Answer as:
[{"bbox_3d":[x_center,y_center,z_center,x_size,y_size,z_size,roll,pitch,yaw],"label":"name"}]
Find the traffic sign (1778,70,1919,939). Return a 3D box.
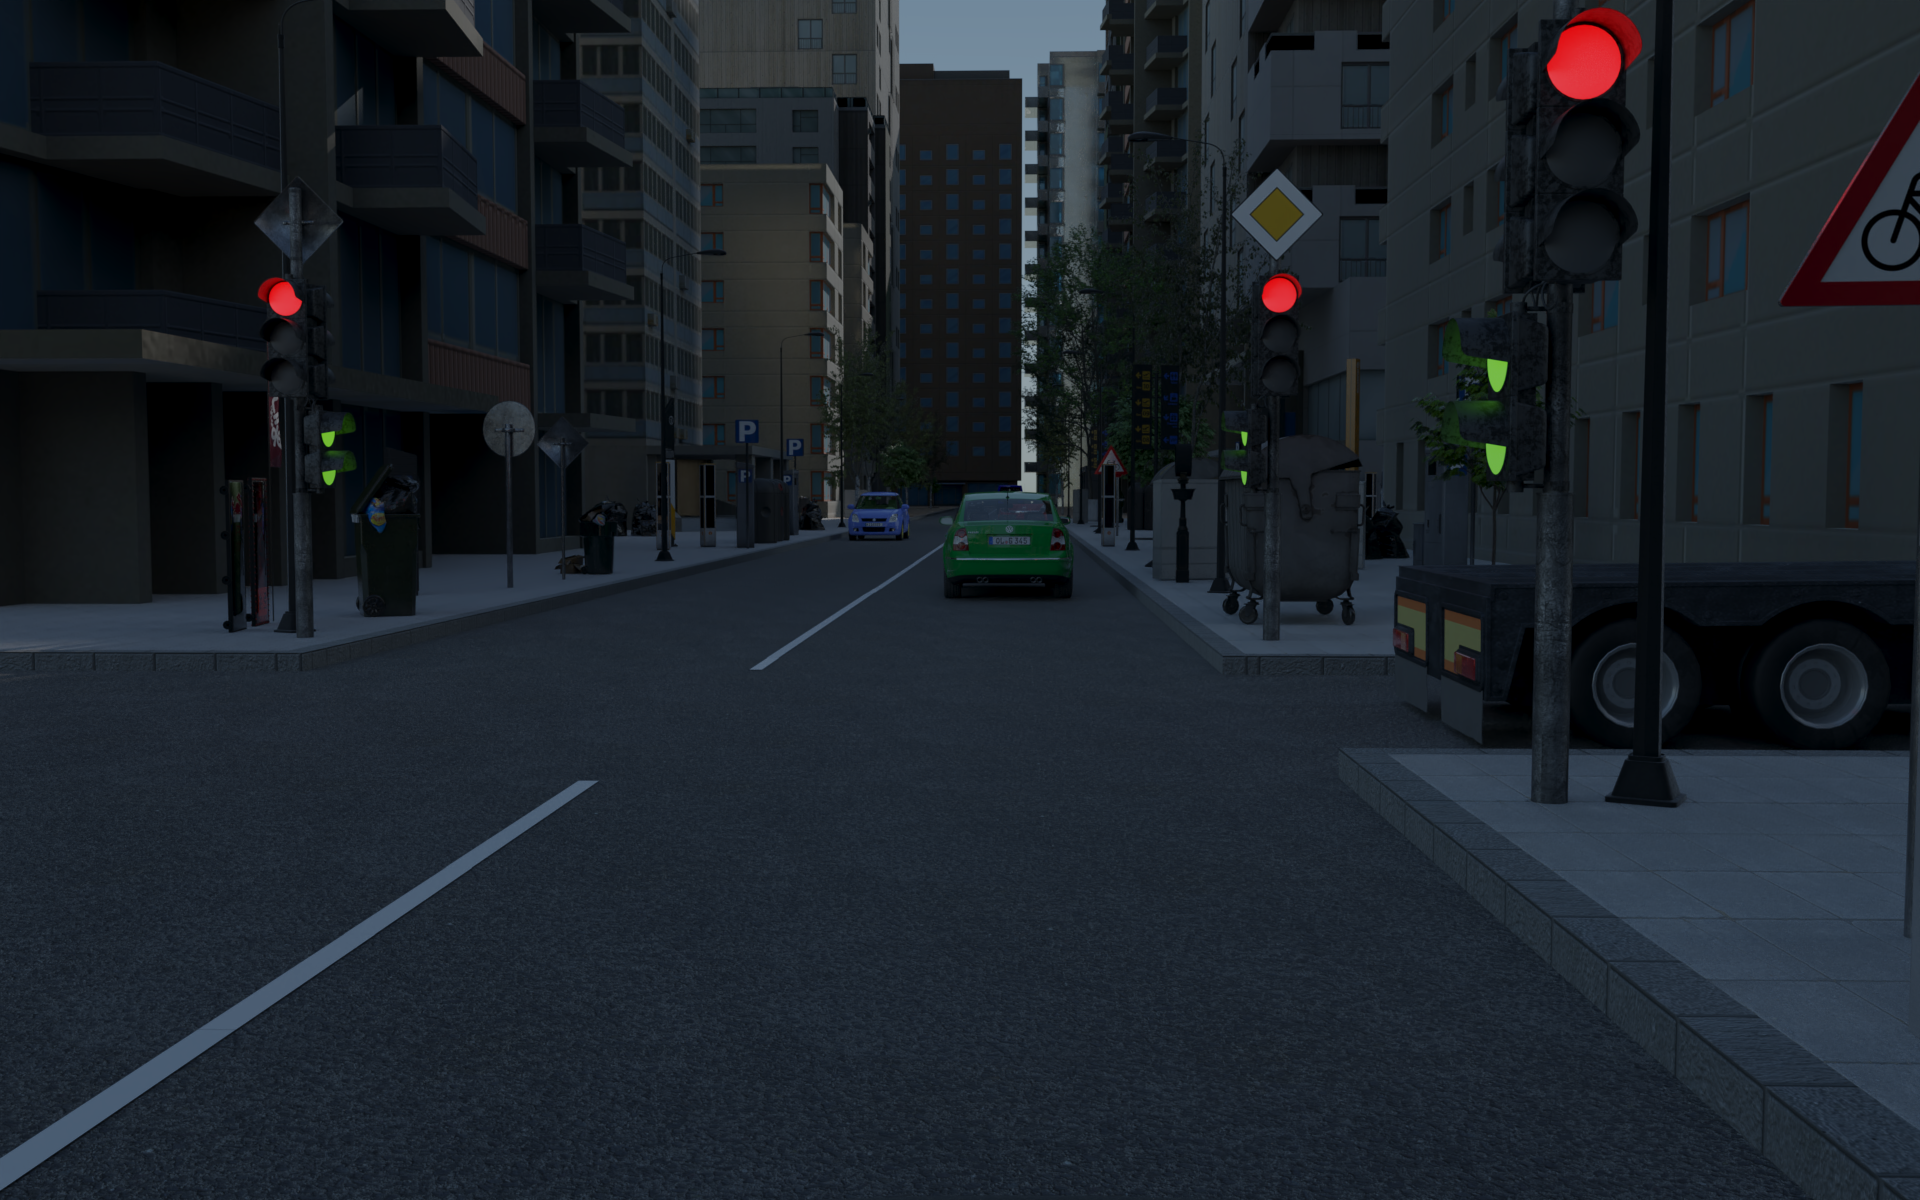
[{"bbox_3d":[2.767,-0.302,4.938,0.884,2.594,0.081,0,4,5],"label":"traffic sign"}]

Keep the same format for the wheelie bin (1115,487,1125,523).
[{"bbox_3d":[6.805,-4.202,76.615,0.980,1.594,0.693,-3,4,-38],"label":"wheelie bin"}]

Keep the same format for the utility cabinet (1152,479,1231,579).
[{"bbox_3d":[3.475,-1.055,25.924,1.173,1.500,0.318,-1,4,-19],"label":"utility cabinet"}]

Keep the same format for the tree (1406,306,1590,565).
[{"bbox_3d":[5.441,-1.433,18.038,1.663,3.219,1.824,0,3,0],"label":"tree"}]

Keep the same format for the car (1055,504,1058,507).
[{"bbox_3d":[2.270,-3.090,59.559,2.155,1.783,4.494,0,4,4],"label":"car"}]

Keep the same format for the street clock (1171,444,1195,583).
[{"bbox_3d":[3.222,-1.252,25.034,0.358,2.002,0.471,0,4,4],"label":"street clock"}]

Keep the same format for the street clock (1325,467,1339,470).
[{"bbox_3d":[9.853,-2.537,46.044,0.471,2.002,0.358,-2,4,-28],"label":"street clock"}]

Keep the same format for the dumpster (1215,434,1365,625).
[{"bbox_3d":[3.367,-0.727,17.646,1.264,1.857,1.865,0,4,2],"label":"dumpster"}]

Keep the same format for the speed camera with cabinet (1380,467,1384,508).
[{"bbox_3d":[13.812,-3.746,55.586,0.660,3.252,2.038,1,4,13],"label":"speed camera with cabinet"}]

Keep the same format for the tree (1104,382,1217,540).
[{"bbox_3d":[5.573,-3.981,48.798,4.285,4.588,4.351,0,3,0],"label":"tree"}]

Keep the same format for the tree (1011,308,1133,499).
[{"bbox_3d":[6.015,-9.047,82.324,7.601,10.594,8.767,1,4,15],"label":"tree"}]

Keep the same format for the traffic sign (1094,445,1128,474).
[{"bbox_3d":[4.026,-2.825,46.188,0.884,2.594,0.081,0,4,4],"label":"traffic sign"}]

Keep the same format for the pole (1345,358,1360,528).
[{"bbox_3d":[5.930,-1.979,26.199,0.158,3.312,0.155,0,3,0],"label":"pole"}]

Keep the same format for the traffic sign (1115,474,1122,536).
[{"bbox_3d":[4.784,-3.212,52.621,0.768,2.556,0.104,0,4,4],"label":"traffic sign"}]

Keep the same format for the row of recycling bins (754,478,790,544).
[{"bbox_3d":[-5.214,-2.408,46.477,1.069,1.692,3.534,0,4,2],"label":"row of recycling bins"}]

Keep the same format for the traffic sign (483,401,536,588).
[{"bbox_3d":[-6.163,-1.440,23.656,0.768,2.556,0.104,1,4,10],"label":"traffic sign"}]

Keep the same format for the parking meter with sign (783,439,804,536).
[{"bbox_3d":[-5.321,-3.522,53.846,0.543,3.016,1.738,1,4,9],"label":"parking meter with sign"}]

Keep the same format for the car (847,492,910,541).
[{"bbox_3d":[-2.533,-2.746,54.488,1.945,1.707,3.694,0,4,3],"label":"car"}]

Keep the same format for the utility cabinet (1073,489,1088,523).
[{"bbox_3d":[5.251,-4.094,75.623,0.318,1.500,1.173,2,4,24],"label":"utility cabinet"}]

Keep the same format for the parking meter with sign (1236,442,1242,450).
[{"bbox_3d":[10.109,-3.766,57.843,1.738,3.016,0.543,0,4,-4],"label":"parking meter with sign"}]

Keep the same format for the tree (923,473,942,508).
[{"bbox_3d":[-2.352,-10.224,161.765,1.663,3.219,1.824,0,3,0],"label":"tree"}]

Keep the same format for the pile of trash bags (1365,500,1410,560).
[{"bbox_3d":[7.569,-1.571,35.443,1.912,1.369,3.447,-2,4,-28],"label":"pile of trash bags"}]

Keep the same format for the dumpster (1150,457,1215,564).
[{"bbox_3d":[3.782,-1.372,28.187,1.264,1.857,1.865,0,4,2],"label":"dumpster"}]

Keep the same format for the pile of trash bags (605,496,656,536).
[{"bbox_3d":[-10.787,-2.639,52.903,3.447,1.369,1.912,-1,4,-8],"label":"pile of trash bags"}]

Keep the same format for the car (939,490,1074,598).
[{"bbox_3d":[0.667,-1.001,25.160,1.959,1.807,4.718,0,4,0],"label":"car"}]

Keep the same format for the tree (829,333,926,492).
[{"bbox_3d":[-4.048,-7.867,78.984,4.360,8.622,3.978,0,3,0],"label":"tree"}]

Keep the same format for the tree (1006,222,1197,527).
[{"bbox_3d":[5.516,-8.675,67.584,9.928,11.665,9.643,0,3,0],"label":"tree"}]

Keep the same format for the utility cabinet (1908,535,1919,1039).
[{"bbox_3d":[2.351,0.463,3.599,0.306,1.237,1.020,0,4,7],"label":"utility cabinet"}]

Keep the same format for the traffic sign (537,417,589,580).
[{"bbox_3d":[-5.936,-1.511,25.892,0.795,2.450,0.064,0,4,4],"label":"traffic sign"}]

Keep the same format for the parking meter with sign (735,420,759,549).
[{"bbox_3d":[-5.131,-2.764,41.457,0.543,3.016,1.738,-1,4,-10],"label":"parking meter with sign"}]

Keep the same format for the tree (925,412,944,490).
[{"bbox_3d":[-3.339,-9.843,111.294,4.737,8.622,4.395,0,3,0],"label":"tree"}]

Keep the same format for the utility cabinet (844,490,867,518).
[{"bbox_3d":[-5.445,-5.018,90.715,1.173,1.500,0.318,0,4,8],"label":"utility cabinet"}]

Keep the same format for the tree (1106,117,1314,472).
[{"bbox_3d":[4.767,-5.180,35.052,4.360,8.622,3.978,0,3,0],"label":"tree"}]

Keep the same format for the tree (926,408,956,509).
[{"bbox_3d":[-2.466,-12.144,148.922,4.360,8.622,3.978,0,3,0],"label":"tree"}]

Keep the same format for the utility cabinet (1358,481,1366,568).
[{"bbox_3d":[6.338,-1.286,29.708,1.173,1.500,0.318,1,4,21],"label":"utility cabinet"}]

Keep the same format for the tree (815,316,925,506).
[{"bbox_3d":[-4.319,-7.471,72.513,4.737,8.622,4.395,0,3,0],"label":"tree"}]

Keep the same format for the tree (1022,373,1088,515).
[{"bbox_3d":[6.025,-9.437,104.654,4.737,8.622,4.395,0,3,0],"label":"tree"}]

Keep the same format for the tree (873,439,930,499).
[{"bbox_3d":[-3.479,-7.081,99.493,4.285,4.588,4.351,0,3,0],"label":"tree"}]

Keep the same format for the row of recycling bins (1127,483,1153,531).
[{"bbox_3d":[7.323,-3.289,60.896,3.534,1.692,1.069,3,5,44],"label":"row of recycling bins"}]

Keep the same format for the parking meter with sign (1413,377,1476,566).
[{"bbox_3d":[7.344,-1.823,26.066,0.543,3.016,1.738,-1,4,-10],"label":"parking meter with sign"}]

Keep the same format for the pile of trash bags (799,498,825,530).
[{"bbox_3d":[-5.955,-3.214,62.299,1.912,1.369,3.447,-1,4,-12],"label":"pile of trash bags"}]

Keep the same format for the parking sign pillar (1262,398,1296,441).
[{"bbox_3d":[7.557,-3.248,41.569,1.447,3.967,1.447,-1,4,-15],"label":"parking sign pillar"}]
